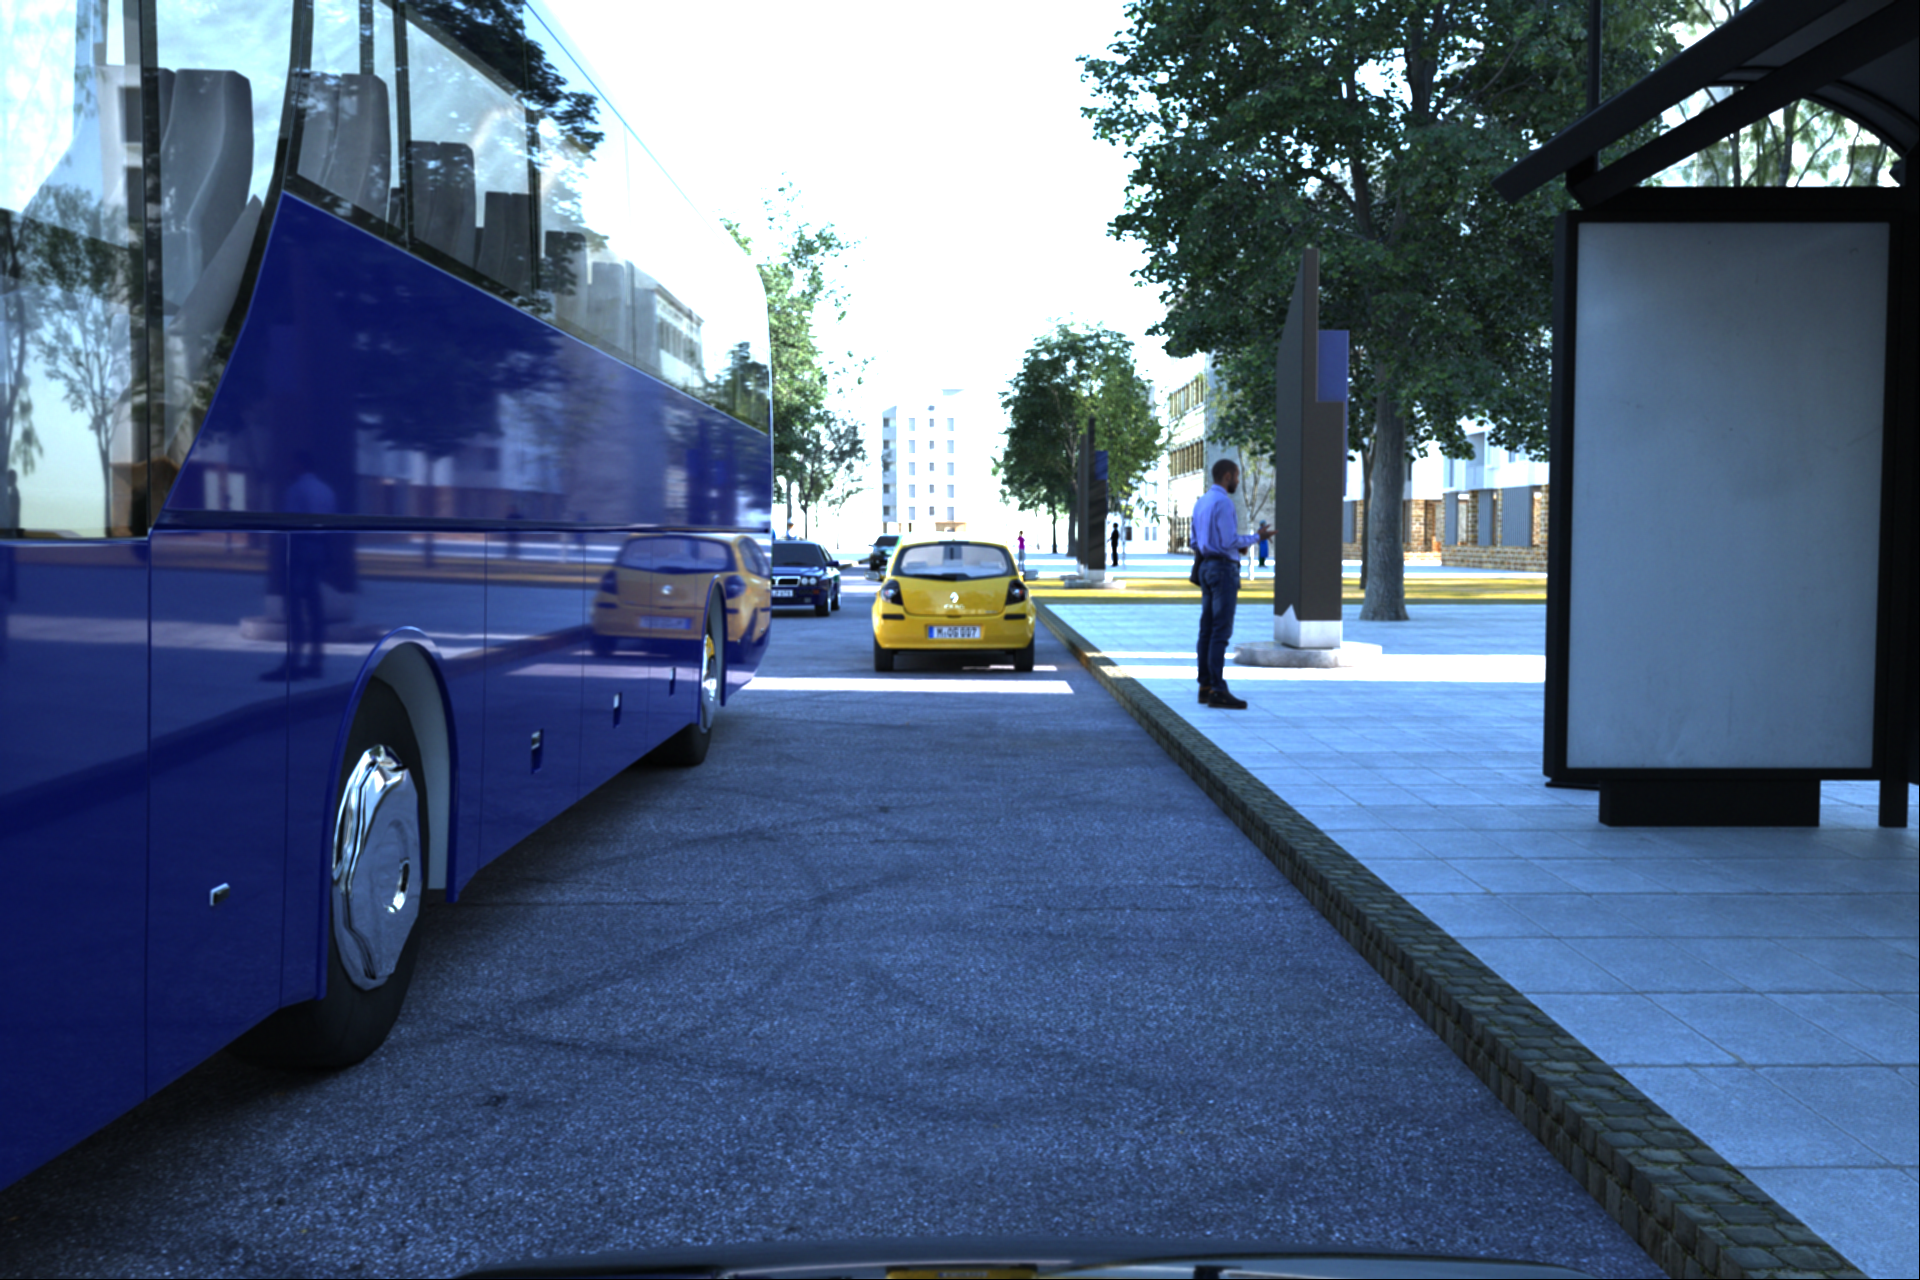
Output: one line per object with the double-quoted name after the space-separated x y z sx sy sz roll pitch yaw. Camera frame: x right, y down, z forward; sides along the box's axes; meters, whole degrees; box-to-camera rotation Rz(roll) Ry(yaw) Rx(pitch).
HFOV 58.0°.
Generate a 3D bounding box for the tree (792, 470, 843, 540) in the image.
-18.761 -17.907 227.185 7.601 10.594 8.767 0 4 6 "tree"

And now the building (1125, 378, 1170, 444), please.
24.574 -21.423 206.678 16.016 20.090 11.380 0 4 -1 "building"

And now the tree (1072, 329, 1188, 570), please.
5.919 -6.818 61.834 4.737 8.622 4.395 0 3 0 "tree"

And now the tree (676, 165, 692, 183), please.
-9.883 -8.257 53.124 7.486 12.596 7.792 0 3 0 "tree"

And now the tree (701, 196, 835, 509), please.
-9.066 -9.730 65.737 9.857 13.997 8.962 0 3 0 "tree"

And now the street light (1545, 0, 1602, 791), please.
3.696 -2.208 8.643 1.470 5.913 1.316 0 4 0 "street light"

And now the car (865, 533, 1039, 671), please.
-0.085 -0.567 19.496 2.015 1.641 3.980 0 4 -1 "car"

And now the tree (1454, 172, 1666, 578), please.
17.620 -7.589 49.832 9.928 11.665 9.643 0 3 0 "tree"

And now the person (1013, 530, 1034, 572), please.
2.110 -2.990 58.148 0.599 1.433 0.991 -3 5 -42 "person"

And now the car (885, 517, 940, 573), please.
-0.676 -1.765 37.653 1.959 1.807 4.718 0 4 -1 "car"

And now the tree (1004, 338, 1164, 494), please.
5.882 -8.998 81.537 8.767 10.594 7.601 2 4 27 "tree"

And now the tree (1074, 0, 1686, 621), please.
6.395 -7.274 25.593 9.857 13.997 8.962 0 3 0 "tree"

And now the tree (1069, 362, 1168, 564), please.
6.489 -7.560 73.974 4.737 8.622 4.395 0 3 0 "tree"

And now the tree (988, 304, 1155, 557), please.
6.414 -11.662 97.331 9.857 13.997 8.962 0 3 0 "tree"

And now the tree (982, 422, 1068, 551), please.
5.813 -12.222 134.246 7.601 10.594 8.767 2 4 26 "tree"

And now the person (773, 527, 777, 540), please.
-5.494 -2.644 49.199 0.705 1.833 1.349 -2 4 -34 "person"

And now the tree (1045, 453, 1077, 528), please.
14.900 -19.041 229.453 7.486 12.596 7.792 0 3 0 "tree"

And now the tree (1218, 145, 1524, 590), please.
9.688 -6.457 39.988 7.601 10.594 8.767 -3 4 -36 "tree"

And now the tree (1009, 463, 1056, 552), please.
6.059 -10.604 123.737 4.360 8.622 3.978 0 3 0 "tree"

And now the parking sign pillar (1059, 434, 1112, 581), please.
3.455 -3.607 47.452 1.447 3.967 1.447 0 4 -1 "parking sign pillar"

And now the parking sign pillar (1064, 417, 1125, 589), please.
3.175 -3.196 40.731 1.447 3.967 1.447 0 4 0 "parking sign pillar"

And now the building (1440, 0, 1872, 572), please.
24.357 -12.911 67.517 16.016 20.090 11.380 0 3 0 "building"

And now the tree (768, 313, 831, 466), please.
-9.505 -9.362 78.817 9.928 11.665 9.643 0 3 0 "tree"

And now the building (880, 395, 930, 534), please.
-10.096 -22.527 227.192 11.380 20.090 16.016 0 4 0 "building"

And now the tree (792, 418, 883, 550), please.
-9.887 -12.434 137.705 8.767 10.594 7.601 1 4 17 "tree"

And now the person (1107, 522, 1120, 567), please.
6.016 -3.754 68.106 0.721 1.740 1.216 2 4 23 "person"

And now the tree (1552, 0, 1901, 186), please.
5.424 -3.790 12.328 4.360 8.622 3.978 0 3 0 "tree"

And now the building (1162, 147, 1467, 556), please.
23.263 -16.911 107.429 19.493 23.208 18.063 0 3 0 "building"

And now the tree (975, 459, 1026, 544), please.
6.011 -18.360 225.948 9.928 11.665 9.643 0 3 0 "tree"

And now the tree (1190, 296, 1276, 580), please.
8.142 -6.016 48.717 4.360 8.622 3.978 0 3 0 "tree"

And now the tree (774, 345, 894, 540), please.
-9.745 -12.140 108.851 12.009 13.543 11.850 0 3 0 "tree"

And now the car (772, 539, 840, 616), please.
-3.121 -1.148 31.352 1.945 1.354 3.894 0 3 0 "car"

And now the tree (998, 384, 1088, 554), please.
6.107 -11.528 114.237 9.928 11.665 9.643 0 3 0 "tree"

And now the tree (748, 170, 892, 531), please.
-10.059 -14.506 93.056 12.611 20.169 13.585 0 3 0 "tree"

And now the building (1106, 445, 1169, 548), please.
19.298 -14.319 176.262 9.099 9.664 28.070 0 4 -1 "building"

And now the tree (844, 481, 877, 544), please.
-12.406 -16.686 223.179 4.360 8.622 3.978 0 3 0 "tree"

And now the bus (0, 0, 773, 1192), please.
-2.766 -1.000 7.899 2.896 3.916 12.251 0 3 0 "bus"

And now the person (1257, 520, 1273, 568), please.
11.533 -3.650 65.810 0.704 1.817 1.347 2 4 33 "person"

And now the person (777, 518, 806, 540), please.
-4.351 -2.224 44.679 1.347 1.847 0.705 -1 4 -17 "person"

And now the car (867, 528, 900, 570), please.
-2.710 -3.679 69.939 2.009 1.686 4.222 0 4 0 "car"

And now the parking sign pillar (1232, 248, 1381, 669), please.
3.437 -1.750 17.079 1.447 3.967 1.447 0 4 0 "parking sign pillar"

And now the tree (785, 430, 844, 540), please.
-9.695 -10.439 121.037 4.360 8.622 3.978 0 3 0 "tree"

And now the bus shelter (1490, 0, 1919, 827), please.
3.369 -0.680 5.048 2.014 3.302 5.546 0 4 0 "bus shelter"

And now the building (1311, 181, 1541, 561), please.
24.177 -14.530 93.991 16.016 20.090 11.380 0 4 -1 "building"

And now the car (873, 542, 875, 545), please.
-3.123 -4.449 82.530 2.009 1.686 4.222 0 3 0 "car"

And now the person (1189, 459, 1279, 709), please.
2.056 -0.432 12.980 0.599 1.838 0.709 -1 4 -16 "person"
